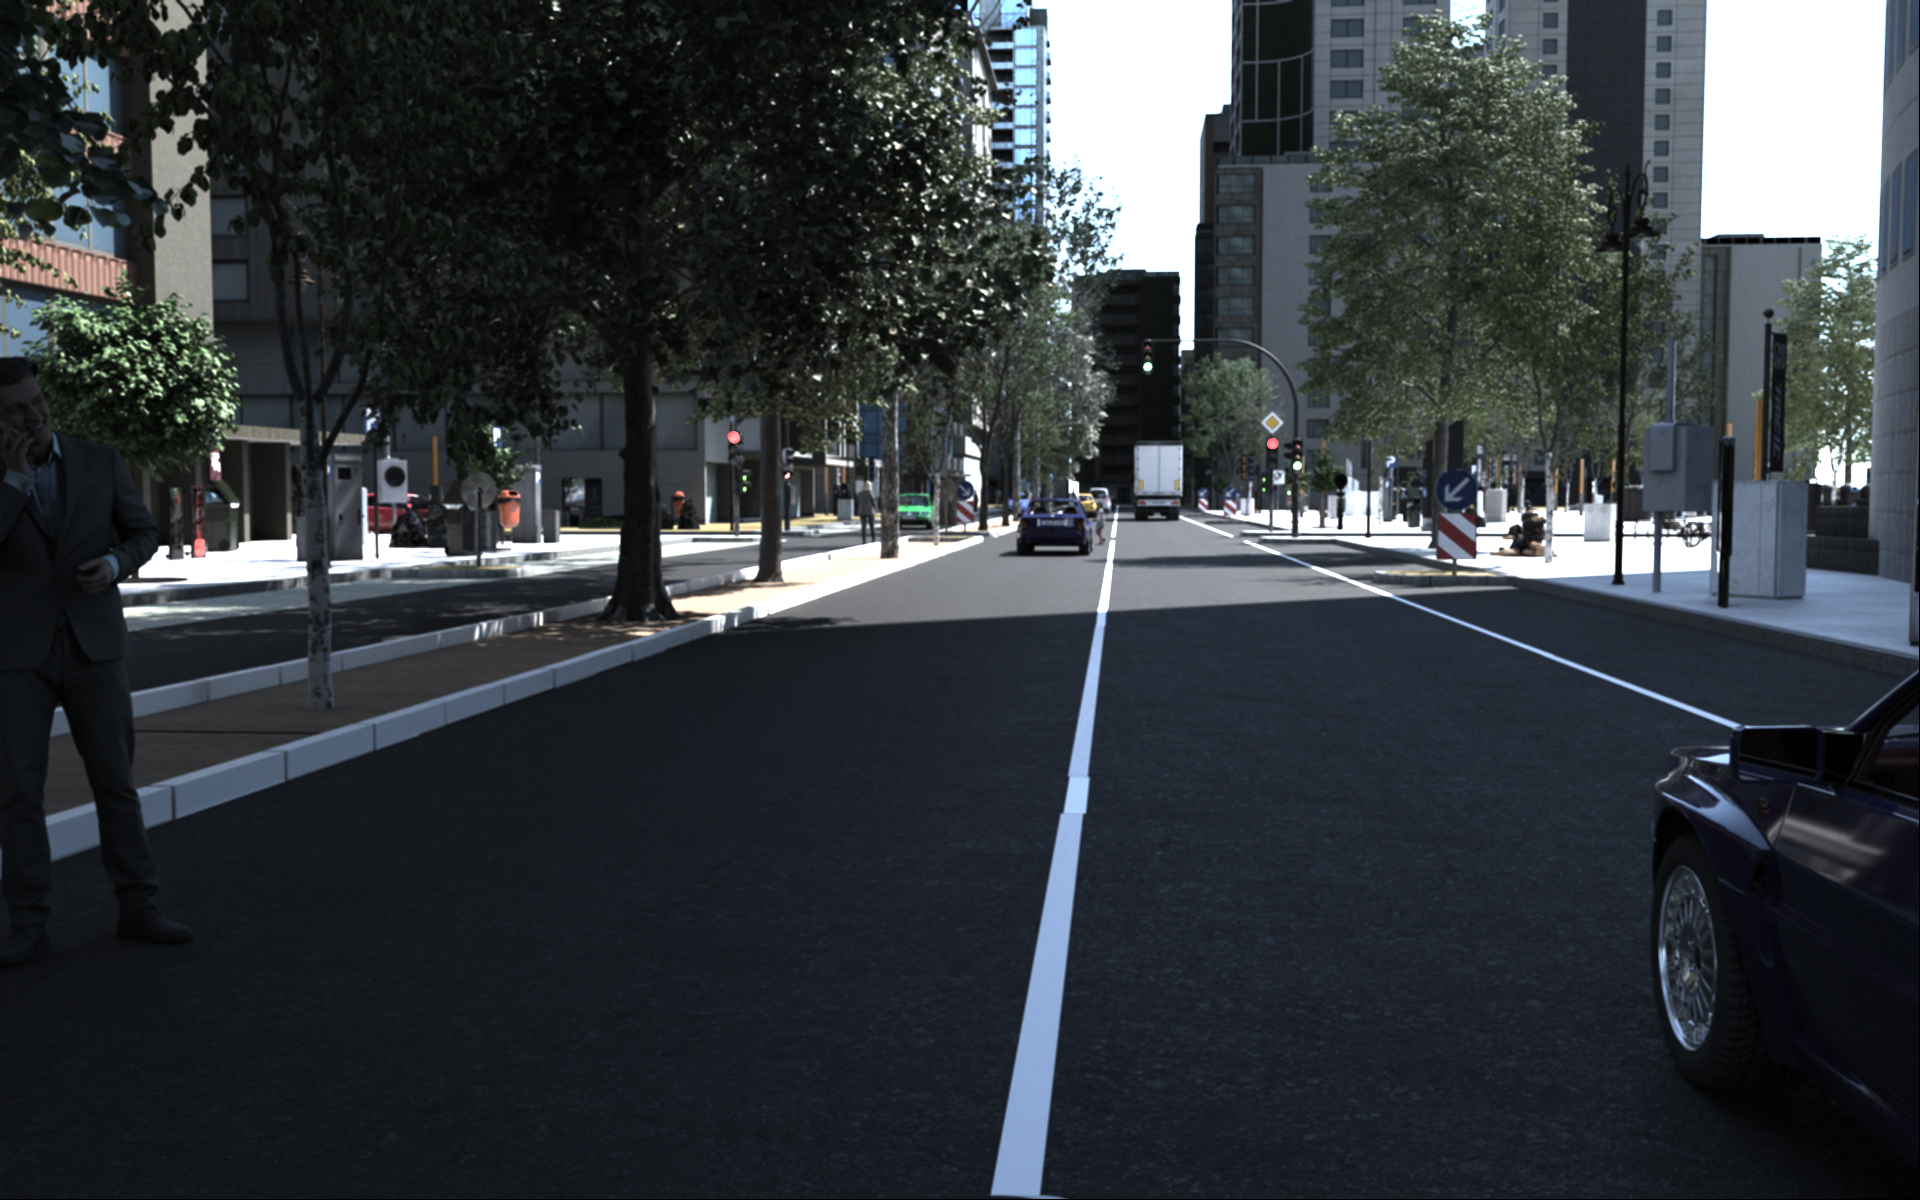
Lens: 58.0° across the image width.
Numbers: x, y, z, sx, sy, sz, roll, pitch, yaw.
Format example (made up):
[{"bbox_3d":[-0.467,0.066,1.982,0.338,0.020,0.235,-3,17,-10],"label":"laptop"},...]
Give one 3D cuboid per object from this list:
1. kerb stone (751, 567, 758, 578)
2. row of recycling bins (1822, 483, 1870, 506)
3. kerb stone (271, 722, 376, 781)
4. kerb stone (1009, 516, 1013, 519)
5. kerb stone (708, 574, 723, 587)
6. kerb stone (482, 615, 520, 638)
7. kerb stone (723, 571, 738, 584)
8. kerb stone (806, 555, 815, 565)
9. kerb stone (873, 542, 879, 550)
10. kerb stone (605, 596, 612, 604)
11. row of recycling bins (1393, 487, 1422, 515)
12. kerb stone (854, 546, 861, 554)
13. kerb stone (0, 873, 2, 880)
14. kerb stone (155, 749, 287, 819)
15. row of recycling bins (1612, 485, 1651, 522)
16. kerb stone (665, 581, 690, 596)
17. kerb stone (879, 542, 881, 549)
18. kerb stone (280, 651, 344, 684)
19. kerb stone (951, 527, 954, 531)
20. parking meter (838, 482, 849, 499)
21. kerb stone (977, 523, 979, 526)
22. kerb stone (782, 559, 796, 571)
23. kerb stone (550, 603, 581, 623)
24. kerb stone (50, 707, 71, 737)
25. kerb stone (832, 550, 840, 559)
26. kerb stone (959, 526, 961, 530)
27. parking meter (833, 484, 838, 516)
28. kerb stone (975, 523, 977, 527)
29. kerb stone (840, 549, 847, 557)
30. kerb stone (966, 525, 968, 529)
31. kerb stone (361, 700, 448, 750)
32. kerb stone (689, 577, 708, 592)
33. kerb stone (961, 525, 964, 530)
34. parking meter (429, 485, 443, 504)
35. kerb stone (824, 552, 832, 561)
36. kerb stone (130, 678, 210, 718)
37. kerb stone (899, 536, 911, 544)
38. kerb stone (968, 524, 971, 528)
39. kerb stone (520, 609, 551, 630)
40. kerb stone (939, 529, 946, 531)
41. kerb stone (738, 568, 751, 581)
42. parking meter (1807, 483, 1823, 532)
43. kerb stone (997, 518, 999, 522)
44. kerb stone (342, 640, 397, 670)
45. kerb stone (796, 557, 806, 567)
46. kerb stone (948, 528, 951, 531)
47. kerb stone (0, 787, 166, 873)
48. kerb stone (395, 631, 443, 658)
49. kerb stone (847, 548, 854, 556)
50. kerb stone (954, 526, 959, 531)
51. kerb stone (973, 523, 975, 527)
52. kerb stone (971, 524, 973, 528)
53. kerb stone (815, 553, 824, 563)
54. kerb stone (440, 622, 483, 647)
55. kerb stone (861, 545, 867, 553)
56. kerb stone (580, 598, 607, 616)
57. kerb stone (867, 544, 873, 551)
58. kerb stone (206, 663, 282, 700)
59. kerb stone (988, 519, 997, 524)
[{"bbox_3d":[-3.582,-0.465,29.797,0.120,0.150,1.000,0,4,5],"label":"kerb stone"},{"bbox_3d":[34.448,-3.624,66.366,3.534,1.692,1.069,0,4,-7],"label":"row of recycling bins"},{"bbox_3d":[-3.374,0.798,9.156,0.120,0.150,1.000,0,4,5],"label":"kerb stone"},{"bbox_3d":[3.139,-4.929,102.778,0.120,0.150,1.000,0,4,5],"label":"kerb stone"},{"bbox_3d":[-3.862,-0.276,26.720,0.120,0.150,1.000,0,4,5],"label":"kerb stone"},{"bbox_3d":[-4.714,0.286,17.522,0.120,0.150,1.000,0,4,5],"label":"kerb stone"},{"bbox_3d":[-3.760,-0.339,27.736,0.120,0.150,1.000,0,4,5],"label":"kerb stone"},{"bbox_3d":[-3.120,-0.777,34.896,0.120,0.150,1.000,0,4,5],"label":"kerb stone"},{"bbox_3d":[-2.263,-1.339,44.087,0.120,0.150,1.000,0,4,5],"label":"kerb stone"},{"bbox_3d":[-4.340,0.039,21.607,0.120,0.150,1.000,0,4,5],"label":"kerb stone"},{"bbox_3d":[28.000,-6.219,108.795,3.534,1.692,1.069,-3,4,-36],"label":"row of recycling bins"},{"bbox_3d":[-2.549,-1.152,41.027,0.120,0.150,1.000,0,4,5],"label":"kerb stone"},{"bbox_3d":[-3.657,0.985,6.089,0.120,0.150,1.000,0,4,5],"label":"kerb stone"},{"bbox_3d":[-3.466,0.861,8.124,0.120,0.150,1.000,0,4,5],"label":"kerb stone"},{"bbox_3d":[31.517,-4.532,81.209,1.069,1.692,3.534,0,4,3],"label":"row of recycling bins"},{"bbox_3d":[-4.058,-0.146,24.664,0.120,0.150,1.000,0,4,5],"label":"kerb stone"},{"bbox_3d":[-2.171,-1.401,45.105,0.120,0.150,1.000,0,4,5],"label":"kerb stone"},{"bbox_3d":[-5.084,0.538,13.445,0.120,0.150,1.000,0,4,5],"label":"kerb stone"},{"bbox_3d":[-0.437,-2.555,63.971,0.120,0.150,1.000,0,4,5],"label":"kerb stone"},{"bbox_3d":[-5.703,-4.907,85.939,0.399,1.863,0.255,0,4,8],"label":"parking meter"},{"bbox_3d":[0.597,-3.237,75.221,0.120,0.150,1.000,0,4,5],"label":"kerb stone"},{"bbox_3d":[-3.303,-0.652,32.858,0.120,0.150,1.000,0,4,5],"label":"kerb stone"},{"bbox_3d":[-4.520,0.161,19.557,0.120,0.150,1.000,0,4,5],"label":"kerb stone"},{"bbox_3d":[-5.368,0.723,10.372,0.120,0.150,1.000,0,4,5],"label":"kerb stone"},{"bbox_3d":[-2.827,-0.962,37.948,0.120,0.150,1.000,0,4,5],"label":"kerb stone"},{"bbox_3d":[-0.153,-2.743,67.046,0.120,0.150,1.000,0,4,5],"label":"kerb stone"},{"bbox_3d":[-7.338,-5.969,103.304,0.399,1.863,0.255,1,4,15],"label":"parking meter"},{"bbox_3d":[0.507,-3.179,74.197,0.120,0.150,1.000,0,4,5],"label":"kerb stone"},{"bbox_3d":[-2.747,-1.027,38.983,0.120,0.150,1.000,0,4,5],"label":"kerb stone"},{"bbox_3d":[0.119,-2.930,70.108,0.120,0.150,1.000,0,4,5],"label":"kerb stone"},{"bbox_3d":[-3.278,0.735,10.180,0.120,0.150,1.000,0,4,5],"label":"kerb stone"},{"bbox_3d":[-3.956,-0.214,25.688,0.120,0.150,1.000,0,4,5],"label":"kerb stone"},{"bbox_3d":[-0.060,-2.806,68.067,0.120,0.150,1.000,0,4,5],"label":"kerb stone"},{"bbox_3d":[-15.215,-2.565,50.344,0.372,1.533,0.369,0,3,0],"label":"parking meter"},{"bbox_3d":[-2.929,-0.901,36.931,0.120,0.150,1.000,0,4,5],"label":"kerb stone"},{"bbox_3d":[-5.276,0.661,11.400,0.120,0.150,1.000,0,4,5],"label":"kerb stone"},{"bbox_3d":[-1.619,-1.776,51.227,0.120,0.150,1.000,0,4,5],"label":"kerb stone"},{"bbox_3d":[0.228,-2.993,71.135,0.120,0.150,1.000,0,4,5],"label":"kerb stone"},{"bbox_3d":[-4.624,0.227,18.541,0.120,0.150,1.000,0,4,5],"label":"kerb stone"},{"bbox_3d":[-0.619,-2.431,61.935,0.120,0.150,1.000,0,4,5],"label":"kerb stone"},{"bbox_3d":[-3.678,-0.399,28.780,0.120,0.150,1.000,0,4,5],"label":"kerb stone"},{"bbox_3d":[19.570,-1.915,39.722,0.372,1.533,0.369,0,3,0],"label":"parking meter"},{"bbox_3d":[1.724,-3.993,87.481,0.120,0.150,1.000,0,4,5],"label":"kerb stone"},{"bbox_3d":[-4.988,0.474,14.462,0.120,0.150,1.000,0,4,5],"label":"kerb stone"},{"bbox_3d":[-3.203,-0.715,33.878,0.120,0.150,1.000,0,4,5],"label":"kerb stone"},{"bbox_3d":[-0.535,-2.493,62.953,0.120,0.150,1.000,0,4,5],"label":"kerb stone"},{"bbox_3d":[-3.564,0.925,7.107,0.120,0.150,1.000,0,4,5],"label":"kerb stone"},{"bbox_3d":[-4.901,0.410,15.485,0.120,0.150,1.000,0,4,5],"label":"kerb stone"},{"bbox_3d":[-2.641,-1.088,40.003,0.120,0.150,1.000,0,4,5],"label":"kerb stone"},{"bbox_3d":[-0.250,-2.680,66.022,0.120,0.150,1.000,0,4,5],"label":"kerb stone"},{"bbox_3d":[0.415,-3.116,73.178,0.120,0.150,1.000,0,4,5],"label":"kerb stone"},{"bbox_3d":[0.320,-3.056,72.158,0.120,0.150,1.000,0,4,5],"label":"kerb stone"},{"bbox_3d":[-3.017,-0.839,35.913,0.120,0.150,1.000,0,4,5],"label":"kerb stone"},{"bbox_3d":[-4.809,0.348,16.505,0.120,0.150,1.000,0,4,5],"label":"kerb stone"},{"bbox_3d":[-2.451,-1.214,42.046,0.120,0.150,1.000,0,4,5],"label":"kerb stone"},{"bbox_3d":[-4.436,0.100,20.582,0.120,0.150,1.000,0,4,5],"label":"kerb stone"},{"bbox_3d":[-2.365,-1.276,43.064,0.120,0.150,1.000,0,4,5],"label":"kerb stone"},{"bbox_3d":[-5.184,0.598,12.425,0.120,0.150,1.000,0,4,5],"label":"kerb stone"},{"bbox_3d":[1.637,-3.929,86.458,0.120,0.150,1.000,0,4,5],"label":"kerb stone"}]
